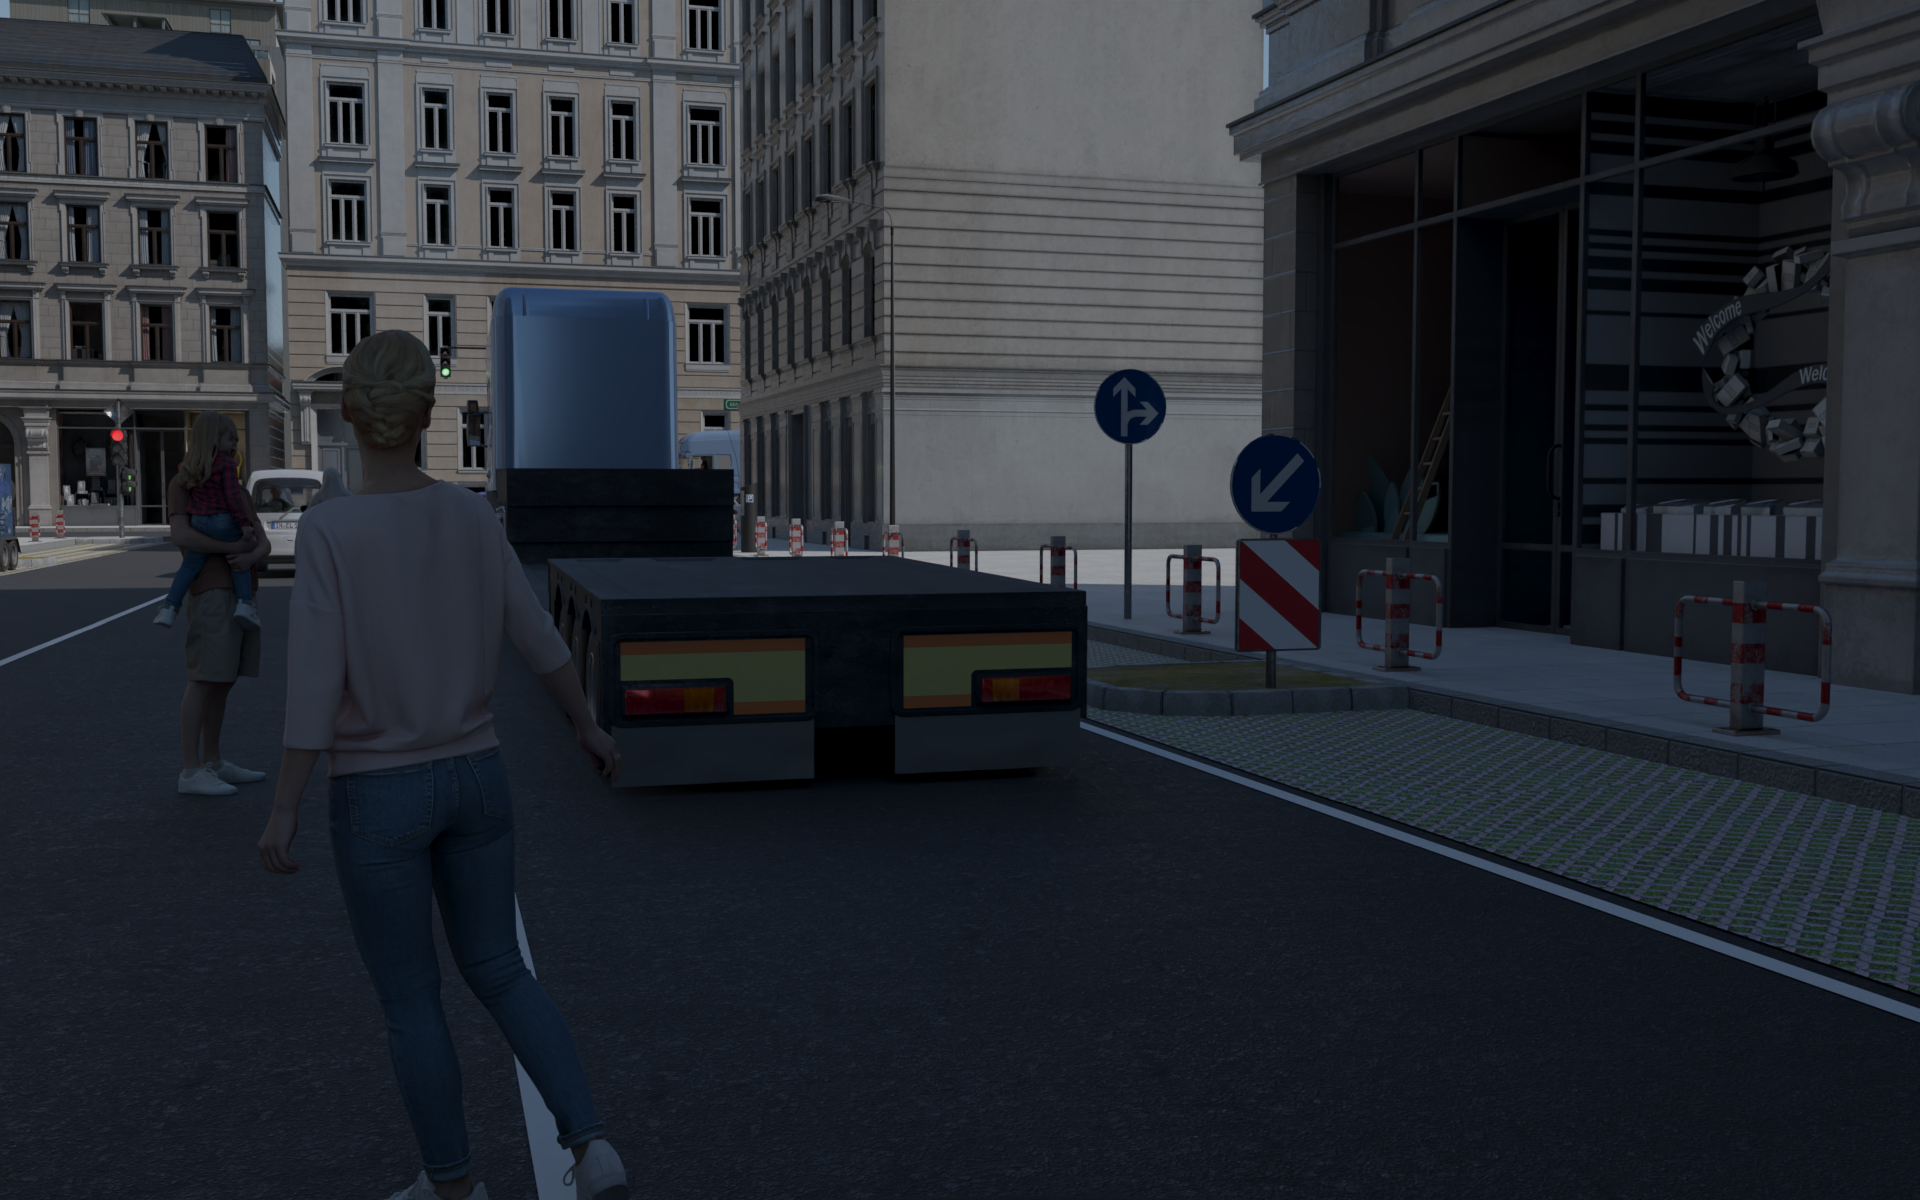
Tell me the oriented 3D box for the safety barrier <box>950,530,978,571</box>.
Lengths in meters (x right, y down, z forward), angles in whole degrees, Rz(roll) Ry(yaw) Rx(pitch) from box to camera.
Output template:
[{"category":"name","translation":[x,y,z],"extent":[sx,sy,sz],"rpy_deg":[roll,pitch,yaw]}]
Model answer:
[{"category":"safety barrier","translation":[0.047,-0.505,22.537],"extent":[0.300,0.817,1.120],"rpy_deg":[-1,4,-17]}]

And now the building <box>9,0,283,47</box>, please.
[{"category":"building","translation":[-84.344,-36.272,182.290],"extent":[27.495,52.752,28.713],"rpy_deg":[-1,4,-17]}]

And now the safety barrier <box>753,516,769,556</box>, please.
[{"category":"safety barrier","translation":[-4.117,-1.317,35.806],"extent":[0.300,0.817,1.120],"rpy_deg":[-1,4,-17]}]

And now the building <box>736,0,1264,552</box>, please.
[{"category":"building","translation":[0.086,-12.132,47.503],"extent":[9.793,20.994,18.267],"rpy_deg":[-1,4,-17]}]

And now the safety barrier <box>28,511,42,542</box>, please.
[{"category":"safety barrier","translation":[-24.815,-1.968,46.455],"extent":[0.300,0.817,1.120],"rpy_deg":[-1,4,-17]}]

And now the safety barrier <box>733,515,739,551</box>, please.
[{"category":"safety barrier","translation":[-5.162,-1.520,39.126],"extent":[0.300,0.817,1.120],"rpy_deg":[-1,4,-17]}]

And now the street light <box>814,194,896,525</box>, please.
[{"category":"street light","translation":[-1.583,-3.342,27.178],"extent":[1.470,5.913,1.316],"rpy_deg":[-1,4,-17]}]

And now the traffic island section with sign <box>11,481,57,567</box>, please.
[{"category":"traffic island section with sign","translation":[-19.053,-1.564,34.207],"extent":[1.989,1.847,2.006],"rpy_deg":[-1,4,-17]}]

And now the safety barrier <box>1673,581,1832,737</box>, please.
[{"category":"safety barrier","translation":[4.213,0.307,9.258],"extent":[0.300,0.817,1.120],"rpy_deg":[-1,4,-17]}]

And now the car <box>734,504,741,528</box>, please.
[{"category":"car","translation":[-6.170,-3.069,62.532],"extent":[4.827,1.381,2.083],"rpy_deg":[-1,4,-16]}]

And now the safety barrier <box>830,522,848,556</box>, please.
[{"category":"safety barrier","translation":[-2.037,-0.911,29.175],"extent":[0.300,0.817,1.120],"rpy_deg":[-1,4,-17]}]

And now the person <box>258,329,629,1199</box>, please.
[{"category":"person","translation":[-0.890,0.357,3.341],"extent":[0.598,1.740,0.731],"rpy_deg":[2,4,25]}]

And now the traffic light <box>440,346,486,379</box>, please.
[{"category":"traffic light","translation":[-13.652,-4.845,53.876],"extent":[4.771,5.953,1.251],"rpy_deg":[-1,4,-17]}]

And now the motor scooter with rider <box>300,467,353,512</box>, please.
[{"category":"motor scooter with rider","translation":[-6.969,-0.644,19.499],"extent":[0.876,1.779,1.986],"rpy_deg":[-1,4,-16]}]

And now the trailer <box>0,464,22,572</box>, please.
[{"category":"trailer","translation":[-18.073,-1.474,31.144],"extent":[1.471,1.999,3.904],"rpy_deg":[-1,4,-15]}]

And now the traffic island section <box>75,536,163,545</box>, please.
[{"category":"traffic island section","translation":[-24.565,-1.740,50.727],"extent":[2.009,0.180,2.903],"rpy_deg":[-1,4,-17]}]

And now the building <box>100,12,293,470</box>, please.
[{"category":"building","translation":[-66.425,-28.647,151.971],"extent":[14.154,41.232,14.086],"rpy_deg":[-1,4,-17]}]

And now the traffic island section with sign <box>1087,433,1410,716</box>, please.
[{"category":"traffic island section with sign","translation":[1.749,-0.212,12.088],"extent":[1.989,1.847,2.006],"rpy_deg":[-1,4,-17]}]

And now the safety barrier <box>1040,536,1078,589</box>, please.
[{"category":"safety barrier","translation":[1.087,-0.302,19.211],"extent":[0.300,0.817,1.120],"rpy_deg":[-1,4,-17]}]

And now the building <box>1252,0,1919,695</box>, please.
[{"category":"building","translation":[7.899,-10.279,18.976],"extent":[10.553,20.767,40.483],"rpy_deg":[-1,4,-17]}]

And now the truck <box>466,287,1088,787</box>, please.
[{"category":"truck","translation":[-3.227,-1.683,17.276],"extent":[2.967,4.110,18.799],"rpy_deg":[-1,4,-17]}]

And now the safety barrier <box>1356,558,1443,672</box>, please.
[{"category":"safety barrier","translation":[3.176,0.104,12.574],"extent":[0.300,0.817,1.120],"rpy_deg":[-1,4,-17]}]

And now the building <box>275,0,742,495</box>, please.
[{"category":"building","translation":[-19.696,-17.874,78.138],"extent":[20.117,28.700,13.634],"rpy_deg":[-1,4,-17]}]

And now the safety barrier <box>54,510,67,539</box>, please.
[{"category":"safety barrier","translation":[-25.860,-2.172,49.782],"extent":[0.300,0.817,1.120],"rpy_deg":[-1,4,-17]}]

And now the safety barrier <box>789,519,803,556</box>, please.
[{"category":"safety barrier","translation":[-3.077,-1.114,32.491],"extent":[0.300,0.817,1.120],"rpy_deg":[-1,4,-17]}]

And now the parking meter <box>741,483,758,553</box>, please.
[{"category":"parking meter","translation":[-4.618,-1.807,37.956],"extent":[0.372,1.533,0.369],"rpy_deg":[0,3,0]}]

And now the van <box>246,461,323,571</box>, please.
[{"category":"van","translation":[-11.938,-1.474,31.114],"extent":[2.013,2.044,4.112],"rpy_deg":[-1,4,-18]}]

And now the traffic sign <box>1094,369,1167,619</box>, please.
[{"category":"traffic sign","translation":[1.726,-1.078,17.735],"extent":[0.768,2.556,0.104],"rpy_deg":[-1,4,-11]}]

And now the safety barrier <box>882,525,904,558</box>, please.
[{"category":"safety barrier","translation":[-0.999,-0.709,25.860],"extent":[0.300,0.817,1.120],"rpy_deg":[-1,4,-17]}]

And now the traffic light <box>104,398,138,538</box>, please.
[{"category":"traffic light","translation":[-24.523,-3.773,50.604],"extent":[0.839,4.253,0.868],"rpy_deg":[-1,4,-17]}]

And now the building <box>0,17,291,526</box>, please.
[{"category":"building","translation":[-48.399,-13.318,68.665],"extent":[40.483,20.767,10.553],"rpy_deg":[-1,4,-17]}]

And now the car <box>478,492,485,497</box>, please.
[{"category":"car","translation":[-13.697,-2.534,51.027],"extent":[1.945,1.707,3.694],"rpy_deg":[-1,4,-18]}]

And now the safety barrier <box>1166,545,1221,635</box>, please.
[{"category":"safety barrier","translation":[2.132,-0.099,15.893],"extent":[0.300,0.817,1.120],"rpy_deg":[-1,4,-17]}]

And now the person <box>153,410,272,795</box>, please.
[{"category":"person","translation":[-3.597,0.006,8.369],"extent":[0.573,1.828,0.580],"rpy_deg":[-3,4,-38]}]

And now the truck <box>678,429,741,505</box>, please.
[{"category":"truck","translation":[-3.092,-5.028,71.966],"extent":[18.799,4.110,2.967],"rpy_deg":[-1,4,-19]}]
